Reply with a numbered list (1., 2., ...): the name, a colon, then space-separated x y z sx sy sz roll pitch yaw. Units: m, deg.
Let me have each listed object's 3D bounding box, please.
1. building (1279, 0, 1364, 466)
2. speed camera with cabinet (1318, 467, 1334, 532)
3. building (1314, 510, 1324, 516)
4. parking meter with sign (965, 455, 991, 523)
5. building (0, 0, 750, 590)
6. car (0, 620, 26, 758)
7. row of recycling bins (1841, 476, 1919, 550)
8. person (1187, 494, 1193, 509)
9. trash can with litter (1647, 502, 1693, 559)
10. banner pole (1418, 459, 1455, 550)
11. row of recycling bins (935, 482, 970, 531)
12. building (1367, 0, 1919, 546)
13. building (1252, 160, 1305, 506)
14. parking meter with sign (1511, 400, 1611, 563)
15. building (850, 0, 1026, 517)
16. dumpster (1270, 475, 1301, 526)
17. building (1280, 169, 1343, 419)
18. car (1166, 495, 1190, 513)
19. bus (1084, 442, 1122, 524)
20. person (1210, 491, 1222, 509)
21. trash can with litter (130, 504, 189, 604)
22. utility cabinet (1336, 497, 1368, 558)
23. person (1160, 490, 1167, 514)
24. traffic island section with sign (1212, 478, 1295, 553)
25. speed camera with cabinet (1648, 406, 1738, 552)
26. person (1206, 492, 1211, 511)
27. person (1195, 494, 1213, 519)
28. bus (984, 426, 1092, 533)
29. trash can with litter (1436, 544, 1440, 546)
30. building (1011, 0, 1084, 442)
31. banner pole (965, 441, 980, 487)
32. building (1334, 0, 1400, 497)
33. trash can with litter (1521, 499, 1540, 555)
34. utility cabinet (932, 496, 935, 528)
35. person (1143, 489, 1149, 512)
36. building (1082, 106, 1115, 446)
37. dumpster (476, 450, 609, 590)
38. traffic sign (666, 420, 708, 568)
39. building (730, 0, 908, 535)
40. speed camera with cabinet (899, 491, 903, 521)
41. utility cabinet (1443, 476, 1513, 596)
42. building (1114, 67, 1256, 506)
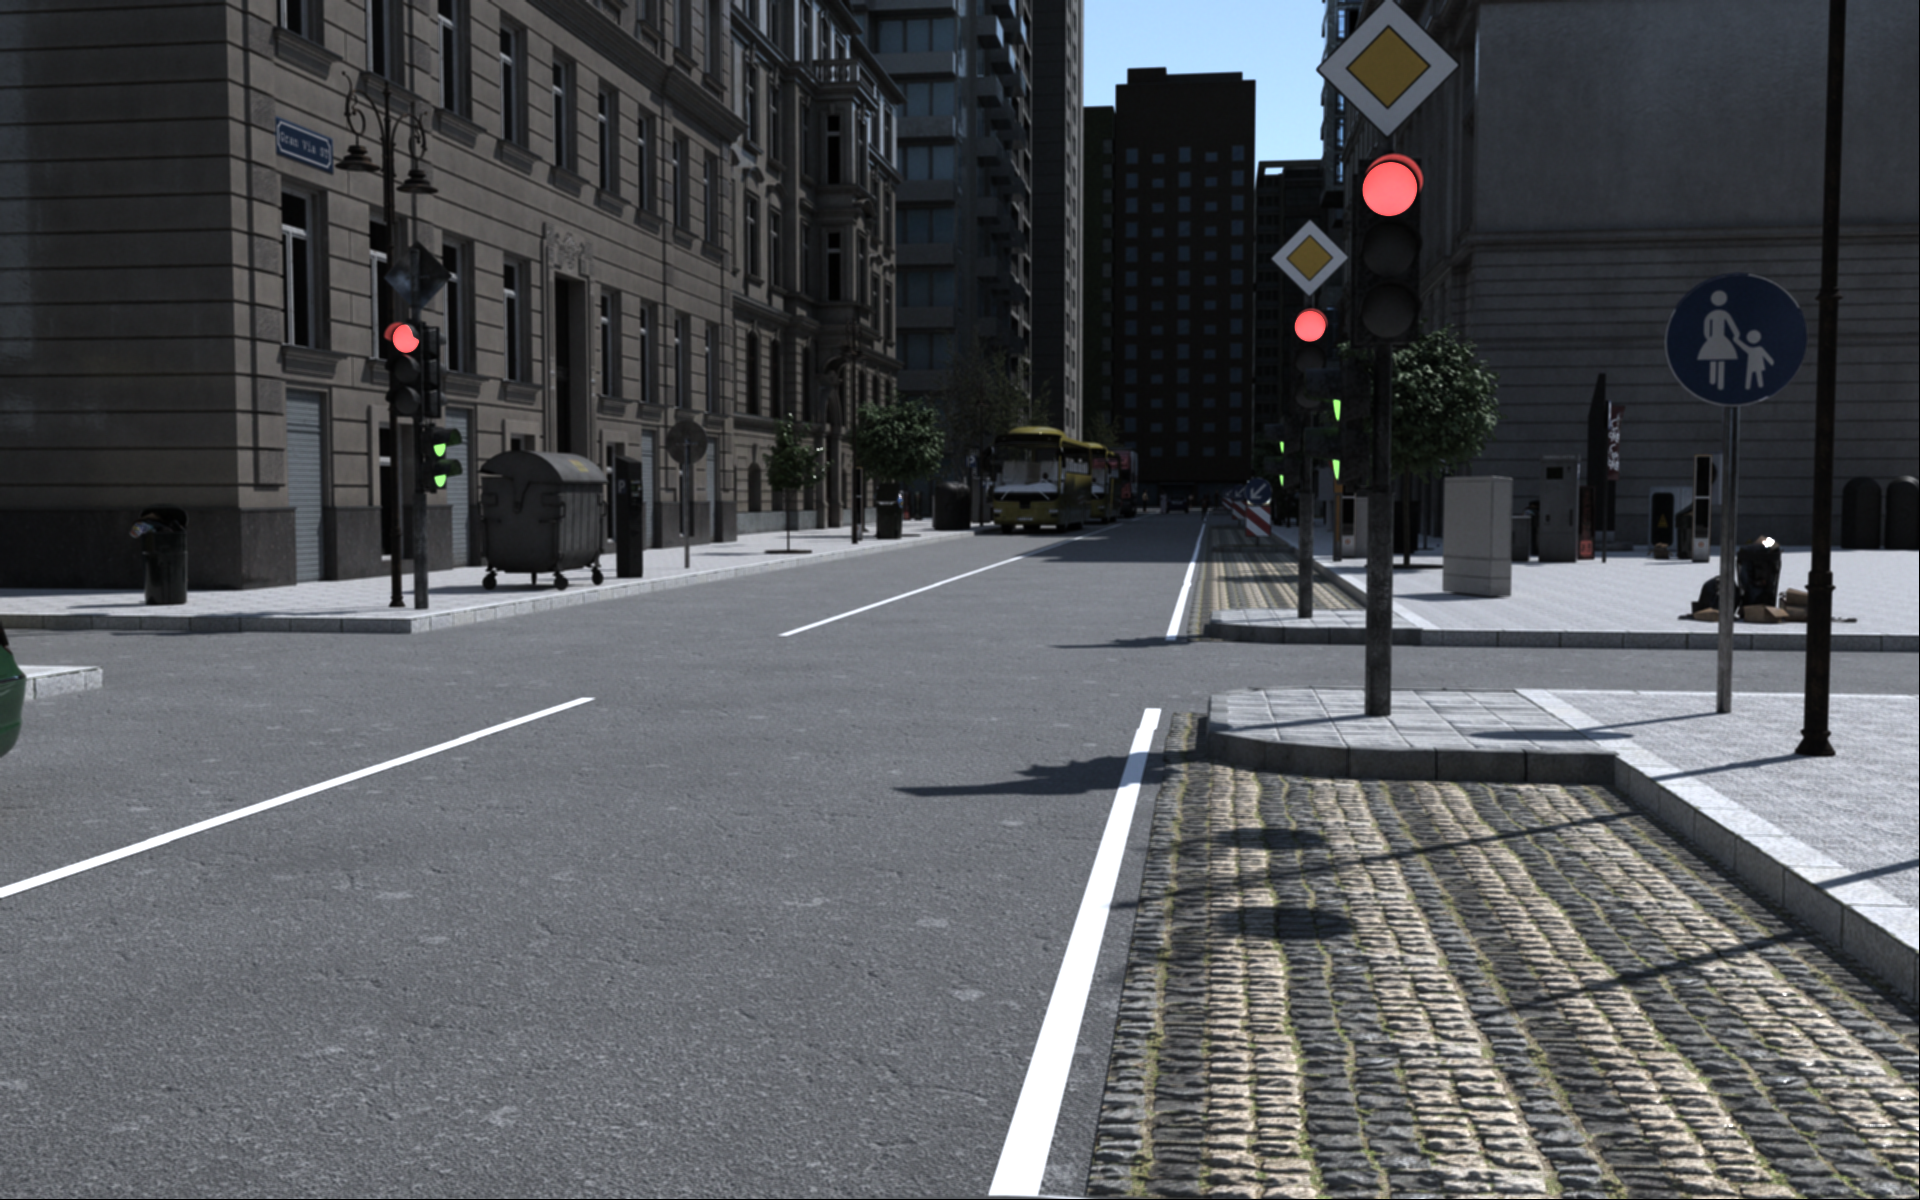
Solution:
1. building: 36.543 -50.067 131.262 22.319 86.520 31.000 1 4 8
2. speed camera with cabinet: 12.778 -3.968 59.218 0.660 3.252 2.038 2 4 27
3. building: 38.010 -25.244 104.617 32.217 40.220 23.993 1 4 8
4. parking meter with sign: 0.837 -4.947 77.139 0.543 3.016 1.738 -2 4 -26
5. building: -13.374 -14.539 34.979 12.463 27.353 25.104 1 4 8
6. car: -5.261 0.378 5.618 2.131 1.459 4.920 0 4 8
7. row of recycling bins: 22.343 -2.010 39.980 3.534 1.692 1.069 1 4 23
8. person: 20.865 -8.879 156.867 0.799 1.438 0.628 2 4 28
9. trash can with litter: 14.186 -1.398 34.239 1.055 1.170 0.624 1 4 14
10. banner pole: 10.951 -3.043 39.769 0.863 3.779 0.401 1 4 15
11. row of recycling bins: -0.218 -3.389 62.521 1.069 1.692 3.534 1 4 9
12. building: 20.420 -12.971 53.873 13.314 21.916 24.055 1 4 8
13. building: 44.067 -30.488 190.359 23.993 40.220 32.217 1 4 8
14. parking meter with sign: 11.302 -2.226 32.662 1.738 3.016 0.543 2 4 25
15. building: -7.717 -30.005 110.192 23.786 49.044 30.456 1 4 8
16. dumpster: 13.372 -4.147 70.293 1.502 2.255 1.985 1 4 8
17. building: 35.905 -23.493 155.815 14.160 30.474 14.107 1 4 8
18. car: 16.495 -7.281 131.622 1.945 1.354 3.894 0 4 6
19. bus: 6.397 -5.761 85.744 2.896 3.916 12.252 1 4 8
20. person: 23.661 -9.233 159.982 1.217 1.766 0.721 -2 4 -26
21. trash can with litter: -9.393 -0.547 20.338 0.624 1.170 1.055 -2 4 -25
22. utility cabinet: 8.086 -1.452 34.895 1.020 1.237 0.306 0 4 7
23. person: 14.710 -7.107 125.375 0.551 1.740 0.621 0 4 -7
24. traffic island section with sign: 7.233 -2.089 42.778 1.989 1.847 2.006 1 4 8
25. speed camera with cabinet: 16.217 -2.692 38.351 0.660 3.252 2.038 -1 4 -22
26. person: 20.841 -8.288 145.481 0.415 1.643 0.593 0 4 8
27. person: 13.794 -5.257 97.718 1.065 1.426 0.557 2 4 24
28. bus: 3.258 -4.590 66.601 2.896 3.916 12.252 1 4 10
29. trash can with litter: 12.506 -1.915 42.365 1.678 1.210 2.233 0 4 7
30. building: 0.263 -43.932 156.545 20.611 71.187 20.563 1 4 8
31. banner pole: 0.508 -5.448 79.086 0.863 3.779 0.401 0 4 6
32. building: 23.928 -17.174 78.064 12.463 27.353 25.104 1 4 8
33. trash can with litter: 12.280 -1.533 36.452 0.624 1.170 1.055 3 4 38
34. utility cabinet: -0.532 -3.359 66.075 1.020 1.237 0.306 1 4 22
35. person: 14.613 -7.832 136.555 0.705 1.823 1.348 2 4 23
36. building: 9.964 -30.778 186.812 14.086 41.232 14.154 1 4 8
37. dumpster: -5.718 -1.102 23.772 1.264 1.857 1.865 1 4 8
38. traffic sign: -4.731 -1.826 29.954 0.768 2.556 0.104 1 4 14
39. building: -10.433 -15.029 64.805 14.460 24.649 34.723 1 4 8
40. speed camera with cabinet: -3.642 -5.457 83.557 2.038 3.252 0.660 3 5 43
41. utility cabinet: 6.550 -0.809 21.914 0.318 1.500 1.173 -1 4 -13
42. building: 24.012 -32.716 185.015 14.200 45.320 14.600 1 4 8
